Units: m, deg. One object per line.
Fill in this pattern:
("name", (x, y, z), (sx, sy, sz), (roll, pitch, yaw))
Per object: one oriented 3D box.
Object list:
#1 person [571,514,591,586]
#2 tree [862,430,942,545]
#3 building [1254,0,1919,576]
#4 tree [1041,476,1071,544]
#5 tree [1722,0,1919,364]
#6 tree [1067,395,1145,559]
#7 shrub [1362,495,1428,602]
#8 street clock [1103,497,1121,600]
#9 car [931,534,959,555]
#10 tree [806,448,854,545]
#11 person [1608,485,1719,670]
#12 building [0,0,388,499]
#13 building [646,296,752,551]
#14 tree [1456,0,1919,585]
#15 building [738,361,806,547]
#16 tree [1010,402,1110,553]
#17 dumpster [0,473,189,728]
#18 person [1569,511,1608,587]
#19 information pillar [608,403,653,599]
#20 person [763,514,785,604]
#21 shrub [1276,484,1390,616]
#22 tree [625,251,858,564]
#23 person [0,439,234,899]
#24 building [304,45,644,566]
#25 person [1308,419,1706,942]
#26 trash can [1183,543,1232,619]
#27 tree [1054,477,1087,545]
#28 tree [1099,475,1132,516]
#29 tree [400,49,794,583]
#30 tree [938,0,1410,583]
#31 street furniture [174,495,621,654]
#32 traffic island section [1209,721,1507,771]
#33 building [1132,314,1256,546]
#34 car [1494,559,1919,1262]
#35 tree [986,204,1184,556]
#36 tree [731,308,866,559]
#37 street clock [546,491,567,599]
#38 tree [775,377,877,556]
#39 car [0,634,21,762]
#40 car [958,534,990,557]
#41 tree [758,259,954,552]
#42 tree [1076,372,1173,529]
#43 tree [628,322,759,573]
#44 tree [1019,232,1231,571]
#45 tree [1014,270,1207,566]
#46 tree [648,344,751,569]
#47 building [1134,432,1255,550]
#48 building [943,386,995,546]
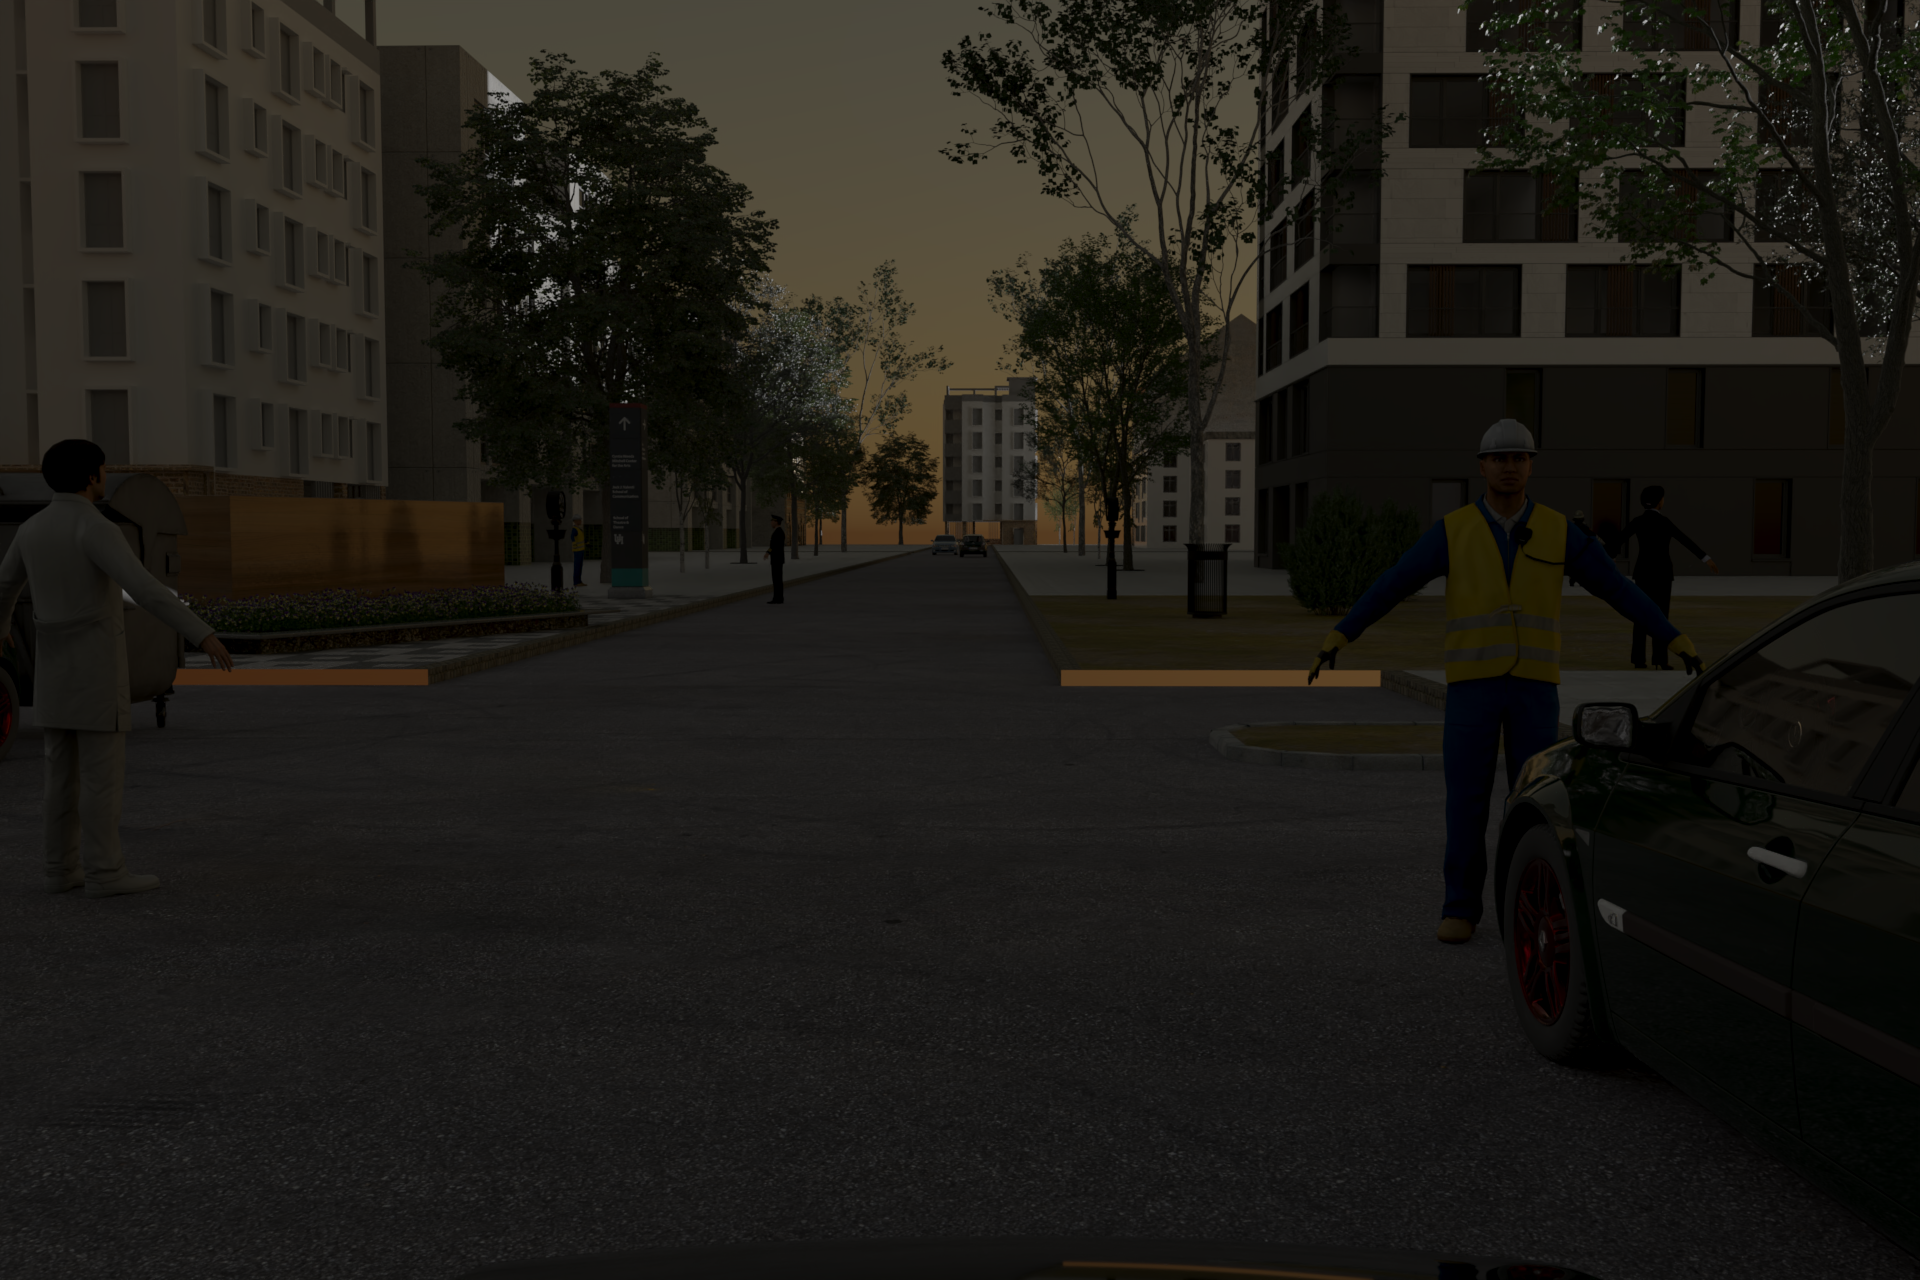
("person", (-9.299, -2.206, 42.531), (0.721, 1.772, 1.216), (0, 4, 5))
("tree", (-7.100, -18.607, 210.877), (9.857, 13.997, 8.962), (0, 3, 0))
("building", (25.299, -13.722, 68.325), (27.936, 21.610, 32.646), (0, 4, 1))
("tree", (12.014, -16.061, 212.957), (4.737, 8.622, 4.395), (0, 3, 0))
("tree", (17.812, -7.250, 28.912), (12.009, 13.543, 11.850), (0, 3, 0))
("tree", (7.372, -8.471, 88.869), (4.737, 8.622, 4.395), (0, 3, 0))
("shrub", (8.236, -1.749, 33.013), (1.690, 2.028, 1.600), (0, 3, 0))
("street clock", (2.981, -1.797, 33.957), (0.358, 2.002, 0.471), (0, 4, -1))
("car", (-1.008, -6.558, 119.219), (2.014, 1.417, 4.499), (0, 4, 1))
("tree", (-16.582, -17.917, 211.063), (7.486, 12.596, 7.792), (0, 3, 0))
("person", (6.623, -0.594, 16.439), (0.721, 1.740, 1.216), (-2, 4, -31))
("building", (-25.064, -11.664, 47.134), (16.016, 20.090, 11.380), (0, 4, 0))
("building", (-28.216, -17.037, 145.005), (16.747, 18.905, 31.486), (0, 4, 2))
("tree", (8.383, -5.501, 15.694), (9.928, 11.665, 9.643), (0, 3, 0))
("building", (-26.777, -21.656, 185.011), (19.493, 23.208, 18.063), (0, 4, 1))
("tree", (6.892, -11.258, 118.488), (7.601, 10.594, 8.767), (0, 4, -8))
("dumpster", (-6.621, -0.249, 12.279), (1.865, 1.857, 1.264), (0, 4, 1))
("person", (15.128, -2.237, 42.359), (1.354, 1.856, 0.705), (2, 4, 35))
("information pillar", (-6.605, -2.766, 34.595), (0.750, 3.857, 0.750), (0, 4, 1))
("person", (-3.788, -1.666, 35.627), (0.705, 1.837, 1.347), (0, 4, 6))
("shrub", (5.907, -1.428, 27.395), (1.661, 2.075, 1.752), (0, 3, 0))
("tree", (-9.430, -10.049, 74.669), (12.009, 13.543, 11.850), (0, 3, 0))
("person", (-3.482, 0.105, 6.921), (1.347, 1.806, 0.705), (2, 4, 24))
("building", (-26.003, -12.998, 78.979), (16.747, 18.905, 31.486), (0, 4, 2))
("person", (1.912, 0.143, 6.096), (1.349, 1.833, 0.705), (1, 4, 11))
("trash can", (3.768, -0.901, 26.378), (0.748, 1.137, 0.748), (0, 3, 0))
("tree", (13.493, -15.767, 208.149), (4.737, 8.622, 4.395), (0, 3, 0))
("tree", (20.230, -16.750, 208.274), (7.601, 10.594, 8.767), (0, 4, 6))
("tree", (-9.201, -8.454, 44.884), (9.857, 13.997, 8.962), (0, 3, 0))
("tree", (5.009, -11.502, 43.942), (12.611, 20.169, 13.585), (0, 3, 0))
("street furniture", (-9.160, -0.883, 21.285), (11.010, 1.723, 9.812), (1, 4, 22))
("traffic island section", (2.697, 0.696, 11.485), (1.991, 0.108, 1.994), (0, 4, 1))
("building", (28.179, -21.484, 182.193), (19.493, 23.208, 18.063), (0, 4, 1))
("car", (2.428, 0.385, 3.497), (2.009, 1.686, 4.222), (0, 4, 0))
("tree", (7.582, -14.970, 100.655), (12.611, 20.169, 13.585), (0, 3, 0))
("tree", (-8.826, -10.378, 87.809), (7.486, 12.596, 7.792), (0, 3, 0))
("street clock", (-6.767, -1.498, 29.060), (0.358, 2.002, 0.471), (0, 4, 1))
("tree", (-8.185, -10.234, 101.744), (7.601, 10.594, 8.767), (-3, 4, -36))
("car", (-6.832, 0.029, 9.306), (2.009, 1.686, 4.222), (0, 4, 1))
("car", (0.845, -6.001, 107.903), (2.009, 1.686, 4.222), (0, 4, 1))
("tree", (-7.224, -16.133, 119.667), (12.611, 20.169, 13.585), (0, 3, 0))
("tree", (7.040, -7.755, 77.165), (4.737, 8.622, 4.395), (0, 3, 0))
("tree", (-9.418, -6.553, 57.500), (4.360, 8.622, 3.978), (0, 3, 0))
("tree", (5.738, -8.219, 60.141), (9.928, 11.665, 9.643), (0, 3, 0))
("tree", (5.960, -8.758, 68.956), (9.928, 11.665, 9.643), (0, 3, 0))
("tree", (-9.147, -6.948, 63.956), (4.360, 8.622, 3.978), (0, 3, 0))
("building", (21.266, -13.073, 155.895), (9.099, 9.664, 28.070), (0, 4, 1))
("building", (-1.799, -21.663, 213.073), (11.380, 20.090, 16.016), (0, 4, 2))
